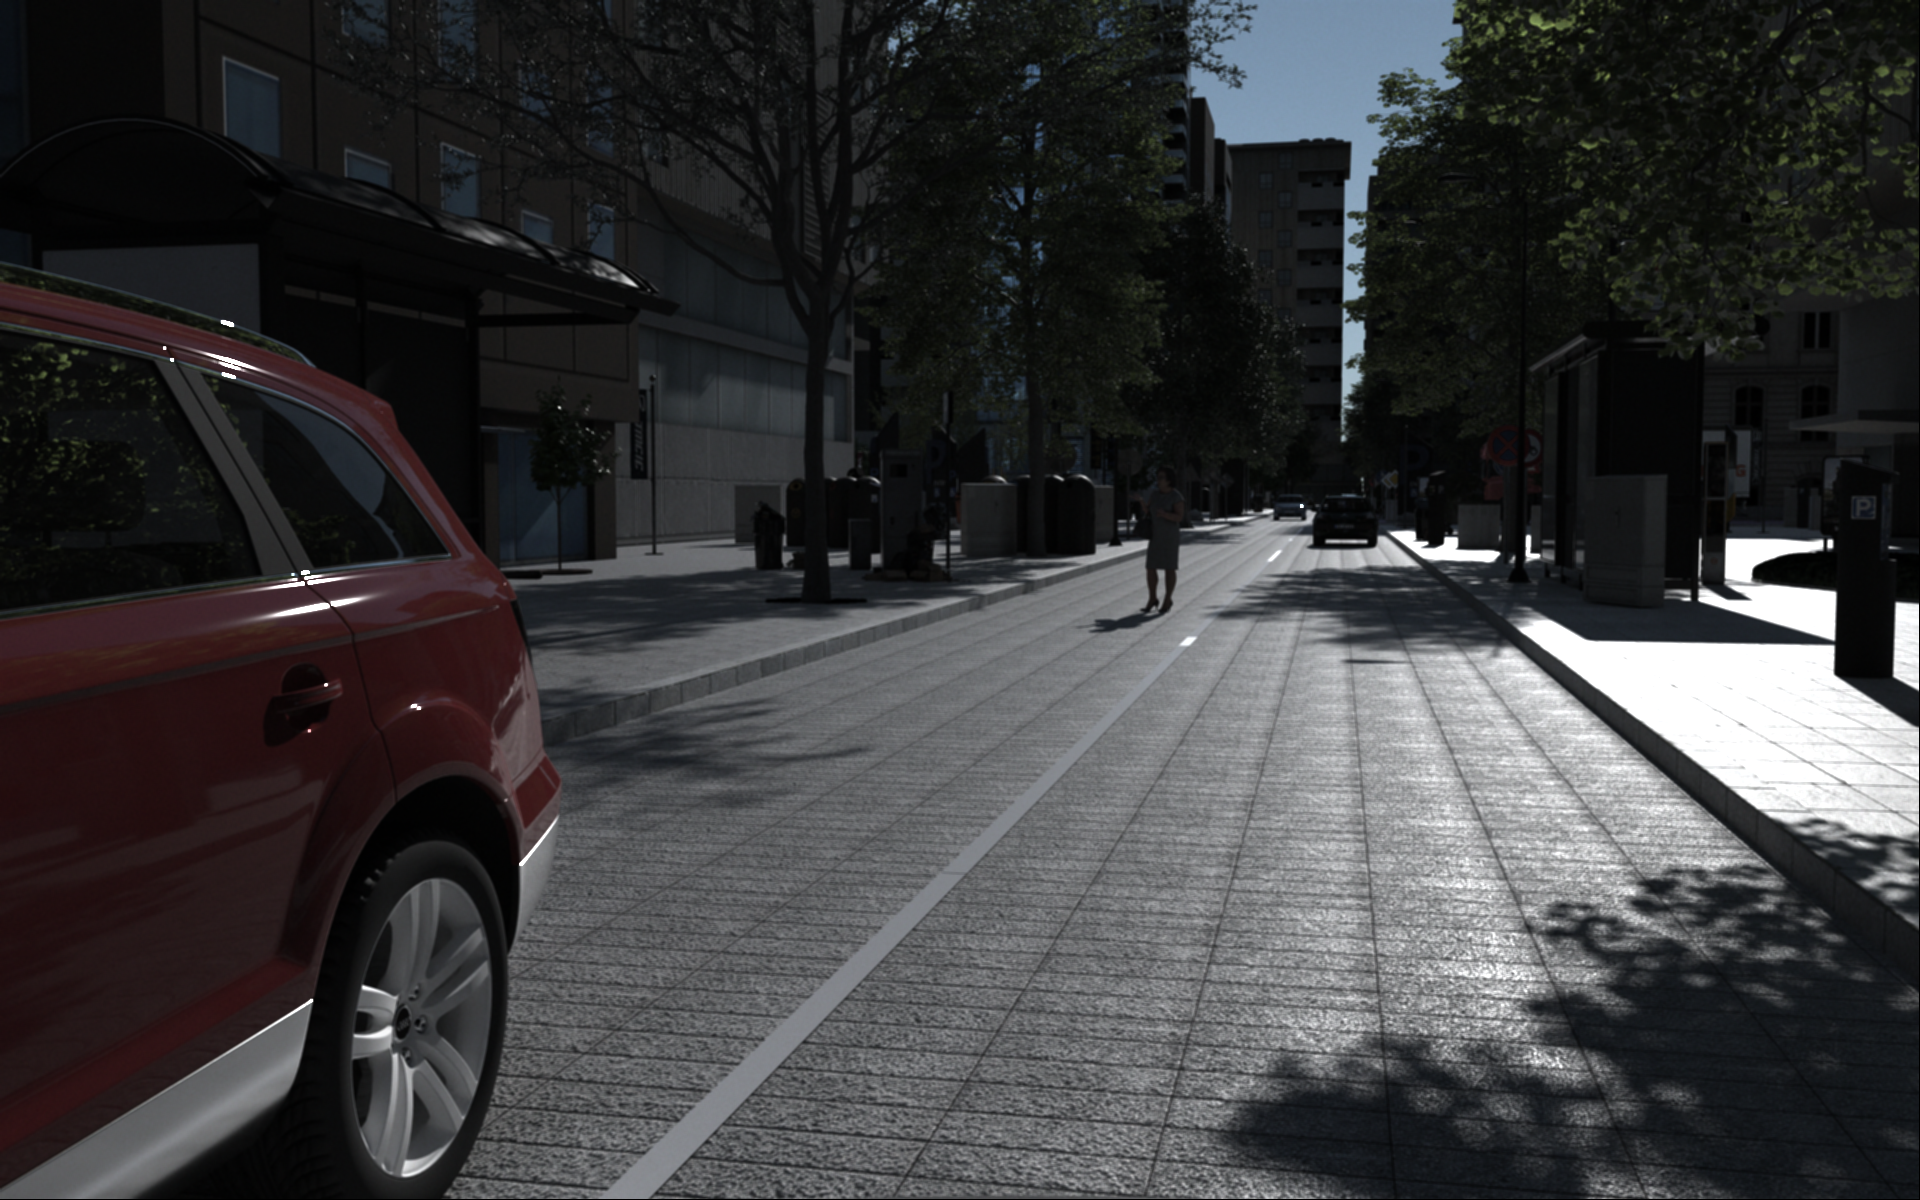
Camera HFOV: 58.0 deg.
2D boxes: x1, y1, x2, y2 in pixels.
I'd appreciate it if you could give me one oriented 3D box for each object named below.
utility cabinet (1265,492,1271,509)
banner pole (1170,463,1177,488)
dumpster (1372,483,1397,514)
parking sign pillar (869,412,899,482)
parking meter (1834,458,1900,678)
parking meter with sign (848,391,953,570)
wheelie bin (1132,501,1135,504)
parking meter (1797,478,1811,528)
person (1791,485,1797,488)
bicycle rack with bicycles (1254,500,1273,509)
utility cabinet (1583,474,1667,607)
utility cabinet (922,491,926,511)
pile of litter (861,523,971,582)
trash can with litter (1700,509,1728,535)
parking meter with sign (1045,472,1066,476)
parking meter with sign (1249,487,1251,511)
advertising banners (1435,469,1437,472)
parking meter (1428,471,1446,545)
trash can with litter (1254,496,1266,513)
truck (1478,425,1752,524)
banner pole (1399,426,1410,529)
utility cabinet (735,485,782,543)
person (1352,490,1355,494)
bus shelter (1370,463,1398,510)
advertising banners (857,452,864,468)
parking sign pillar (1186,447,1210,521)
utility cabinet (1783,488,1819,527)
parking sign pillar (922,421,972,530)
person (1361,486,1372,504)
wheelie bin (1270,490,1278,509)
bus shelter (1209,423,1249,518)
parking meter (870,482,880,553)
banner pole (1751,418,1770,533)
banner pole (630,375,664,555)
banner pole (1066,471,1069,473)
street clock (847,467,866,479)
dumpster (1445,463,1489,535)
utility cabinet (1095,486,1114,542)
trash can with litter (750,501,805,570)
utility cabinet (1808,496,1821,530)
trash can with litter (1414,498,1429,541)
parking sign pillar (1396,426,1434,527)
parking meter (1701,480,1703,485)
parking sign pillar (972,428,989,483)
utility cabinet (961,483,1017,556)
[{"bbox_3d":[27.026,-8.761,151.919,0.318,1.500,1.173,1,4,19],"label":"utility cabinet"},{"bbox_3d":[10.013,-5.530,80.432,0.863,3.779,0.401,1,4,12],"label":"banner pole"},{"bbox_3d":[26.911,-6.556,109.687,1.502,2.255,1.985,1,4,12],"label":"dumpster"},{"bbox_3d":[-2.461,-4.137,56.116,1.447,3.967,1.447,2,4,26],"label":"parking sign pillar"},{"bbox_3d":[6.380,-0.231,12.186,0.372,1.533,0.369,0,3,0],"label":"parking meter"},{"bbox_3d":[-1.016,-2.029,29.432,1.738,3.016,0.543,-1,4,-10],"label":"parking meter with sign"},{"bbox_3d":[15.432,-8.977,154.684,0.693,1.594,0.980,-2,4,-31],"label":"wheelie bin"},{"bbox_3d":[31.548,-3.612,64.772,0.255,1.863,0.399,-2,4,-24],"label":"parking meter"},{"bbox_3d":[33.008,-3.664,68.646,0.529,1.795,0.600,0,4,6],"label":"person"},{"bbox_3d":[25.009,-8.141,146.480,2.925,0.926,2.852,0,4,8],"label":"bicycle rack with bicycles"},{"bbox_3d":[7.631,-0.688,19.936,0.318,1.500,1.173,-1,4,-12],"label":"utility cabinet"},{"bbox_3d":[-2.885,-7.150,125.586,0.318,1.500,1.173,2,4,29],"label":"utility cabinet"},{"bbox_3d":[-0.671,-0.714,25.639,1.719,0.858,1.176,3,5,44],"label":"pile of litter"},{"bbox_3d":[23.243,-2.597,53.856,1.055,1.170,0.624,0,4,6],"label":"trash can with litter"},{"bbox_3d":[8.173,-9.489,151.400,1.738,3.016,0.543,1,4,20],"label":"parking meter with sign"},{"bbox_3d":[22.197,-8.418,133.893,0.543,3.016,1.738,0,4,-1],"label":"parking meter with sign"},{"bbox_3d":[33.838,-7.820,124.047,0.090,3.025,2.074,0,4,-1],"label":"advertising banners"},{"bbox_3d":[12.140,-2.350,44.126,0.399,1.863,0.255,-2,4,-32],"label":"parking meter"},{"bbox_3d":[20.745,-6.646,120.052,0.624,1.170,1.055,2,4,27],"label":"trash can with litter"},{"bbox_3d":[26.936,-5.130,72.789,11.283,4.237,2.839,1,4,13],"label":"truck"},{"bbox_3d":[16.439,-4.520,63.920,0.401,3.779,0.863,1,4,13],"label":"banner pole"},{"bbox_3d":[-5.162,-2.184,44.388,1.173,1.500,0.318,0,4,-1],"label":"utility cabinet"},{"bbox_3d":[32.451,-8.206,143.154,0.515,1.767,0.782,2,4,24],"label":"person"},{"bbox_3d":[28.449,-7.446,115.659,2.014,3.302,5.546,1,4,12],"label":"bus shelter"},{"bbox_3d":[-4.512,-4.587,71.180,0.090,3.025,2.074,2,4,29],"label":"advertising banners"},{"bbox_3d":[10.814,-5.710,81.823,1.447,3.967,1.447,-3,5,-43],"label":"parking sign pillar"},{"bbox_3d":[32.116,-3.515,66.150,1.173,1.500,0.318,2,4,24],"label":"utility cabinet"},{"bbox_3d":[-0.663,-4.480,61.722,1.447,3.967,1.447,-3,4,-37],"label":"parking sign pillar"},{"bbox_3d":[18.418,-4.272,78.588,0.600,1.795,0.529,-2,4,-28],"label":"person"},{"bbox_3d":[26.887,-8.592,148.395,0.693,1.594,0.980,0,4,3],"label":"wheelie bin"},{"bbox_3d":[15.228,-7.350,97.810,2.179,5.291,8.768,1,4,12],"label":"bus shelter"},{"bbox_3d":[-1.772,-1.787,37.629,0.372,1.533,0.369,0,3,0],"label":"parking meter"},{"bbox_3d":[26.381,-4.105,57.131,0.401,3.779,0.863,-1,4,-17],"label":"banner pole"},{"bbox_3d":[-6.624,-2.838,36.417,0.401,3.779,0.863,3,5,39],"label":"banner pole"},{"bbox_3d":[6.206,-6.720,99.885,0.401,3.779,0.863,0,4,-8],"label":"banner pole"},{"bbox_3d":[-2.811,-2.597,47.026,0.471,2.002,0.358,-1,4,-22],"label":"street clock"},{"bbox_3d":[16.089,-3.240,55.462,1.502,2.255,1.985,1,4,12],"label":"dumpster"},{"bbox_3d":[3.565,-2.271,45.812,1.173,1.500,0.318,-3,4,-37],"label":"utility cabinet"},{"bbox_3d":[-3.037,-1.115,29.610,1.055,1.170,0.624,-1,4,-16],"label":"trash can with litter"},{"bbox_3d":[30.593,-3.065,61.278,1.020,1.237,0.306,0,4,-3],"label":"utility cabinet"},{"bbox_3d":[13.034,-2.246,48.106,0.624,1.170,1.055,0,4,-7],"label":"trash can with litter"},{"bbox_3d":[17.832,-4.852,67.801,1.447,3.967,1.447,1,4,23],"label":"parking sign pillar"},{"bbox_3d":[29.233,-3.834,68.394,0.399,1.863,0.255,2,4,31],"label":"parking meter"},{"bbox_3d":[0.555,-5.051,71.062,1.447,3.967,1.447,3,4,36],"label":"parking sign pillar"},{"bbox_3d":[0.600,-1.652,35.692,1.173,1.500,0.318,-2,4,-29],"label":"utility cabinet"}]
